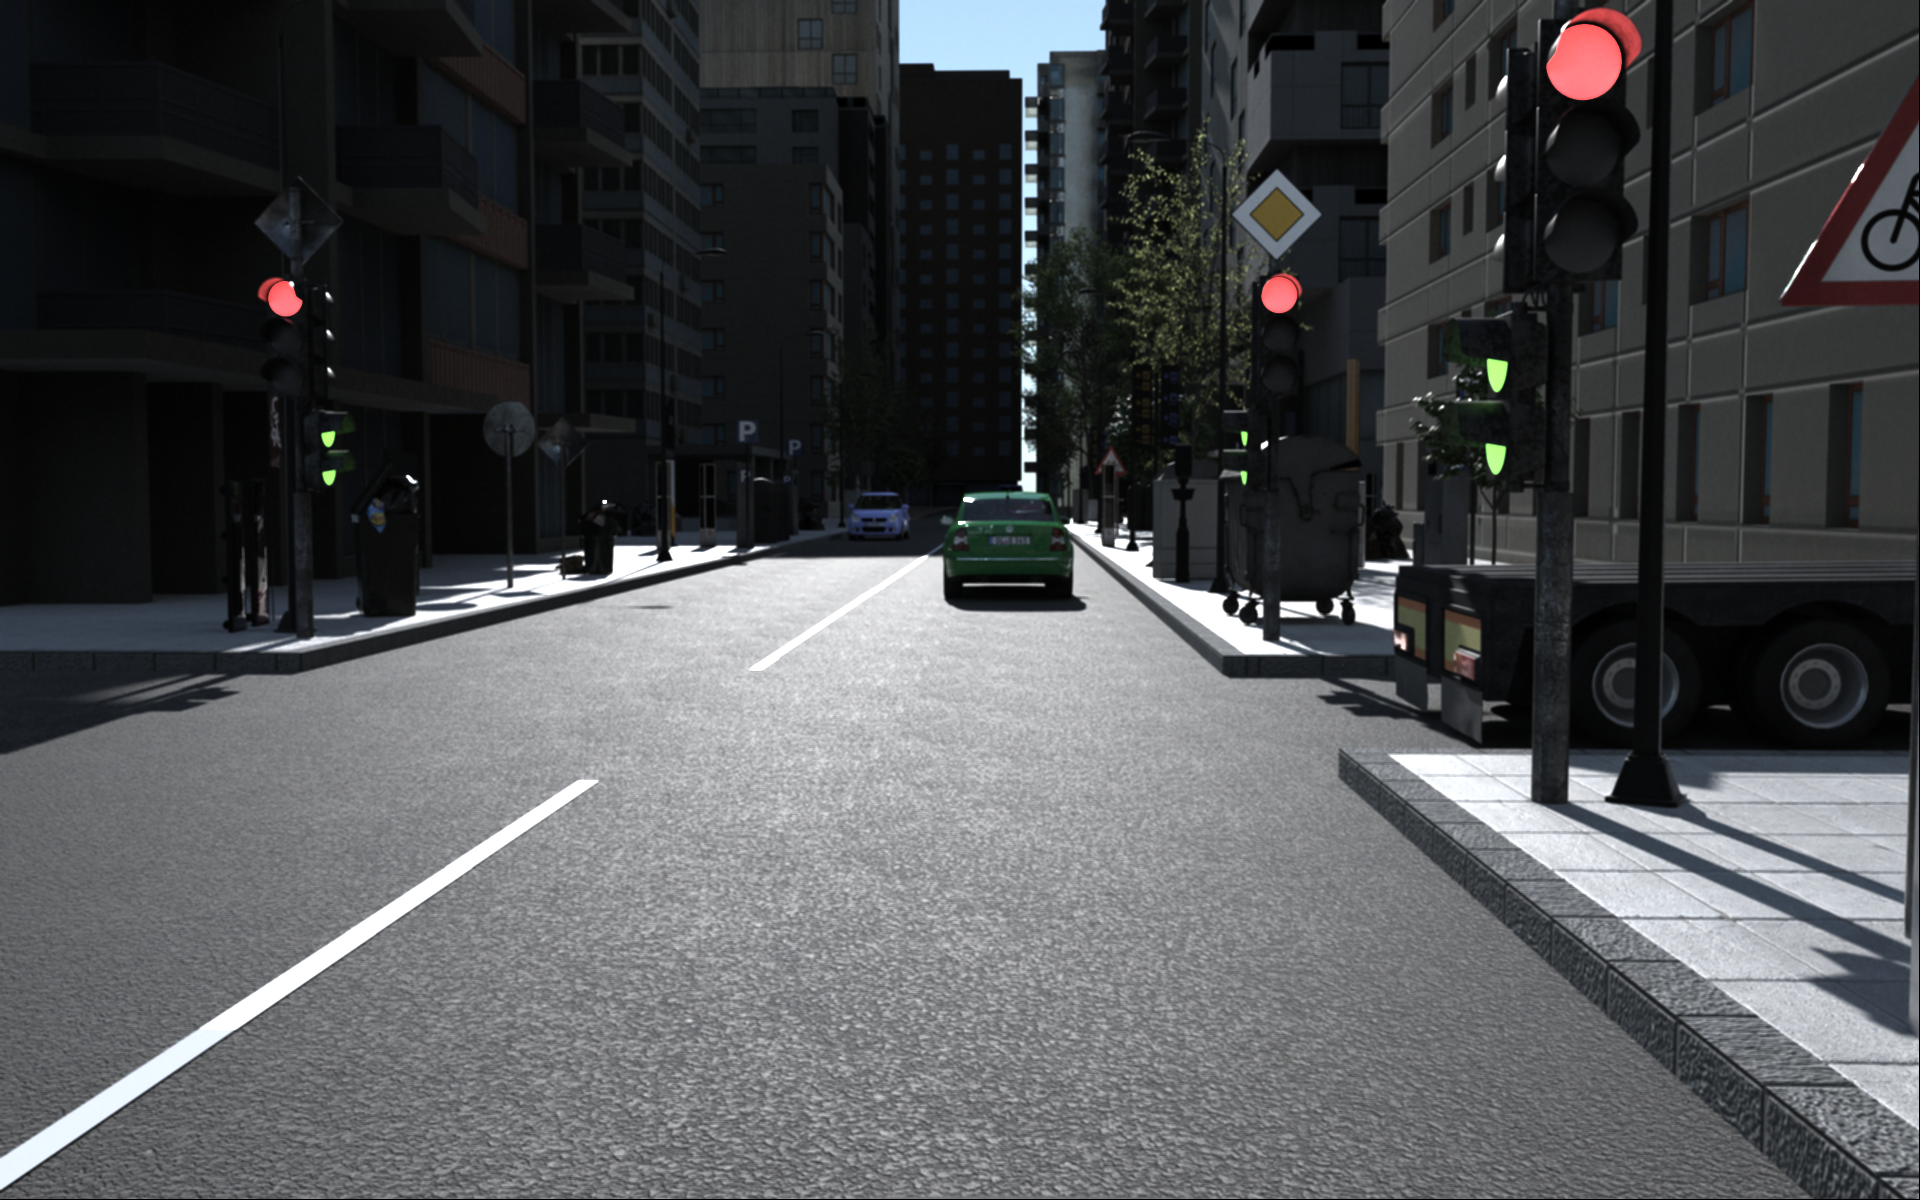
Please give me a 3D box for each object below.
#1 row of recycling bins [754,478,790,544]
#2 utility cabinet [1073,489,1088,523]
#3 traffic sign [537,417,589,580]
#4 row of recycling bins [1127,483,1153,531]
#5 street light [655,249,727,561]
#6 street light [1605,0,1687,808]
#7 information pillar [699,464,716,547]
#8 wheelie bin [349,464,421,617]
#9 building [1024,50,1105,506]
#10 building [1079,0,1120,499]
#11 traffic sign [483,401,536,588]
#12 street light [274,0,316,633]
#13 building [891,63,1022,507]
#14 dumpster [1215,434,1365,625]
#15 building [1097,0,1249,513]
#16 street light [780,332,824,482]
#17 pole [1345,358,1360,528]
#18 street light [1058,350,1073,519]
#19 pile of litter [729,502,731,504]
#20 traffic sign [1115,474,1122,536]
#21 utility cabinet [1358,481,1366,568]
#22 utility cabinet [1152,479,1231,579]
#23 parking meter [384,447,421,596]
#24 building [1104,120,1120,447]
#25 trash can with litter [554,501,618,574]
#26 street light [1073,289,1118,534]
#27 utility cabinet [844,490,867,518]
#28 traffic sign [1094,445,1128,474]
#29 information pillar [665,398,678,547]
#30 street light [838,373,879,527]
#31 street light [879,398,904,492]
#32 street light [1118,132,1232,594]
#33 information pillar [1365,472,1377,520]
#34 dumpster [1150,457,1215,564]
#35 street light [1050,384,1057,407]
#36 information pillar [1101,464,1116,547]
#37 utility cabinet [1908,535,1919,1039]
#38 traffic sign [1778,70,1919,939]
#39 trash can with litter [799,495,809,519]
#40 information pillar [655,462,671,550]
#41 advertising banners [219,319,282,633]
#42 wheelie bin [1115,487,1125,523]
[{"bbox_3d":[-5.214,-2.408,46.477,1.069,1.692,3.534,0,4,2],"label":"row of recycling bins"},{"bbox_3d":[5.251,-4.094,75.623,0.318,1.500,1.173,2,4,24],"label":"utility cabinet"},{"bbox_3d":[-5.936,-1.511,25.892,0.795,2.450,0.064,0,4,4],"label":"traffic sign"},{"bbox_3d":[7.323,-3.289,60.896,3.534,1.692,1.069,3,5,44],"label":"row of recycling bins"},{"bbox_3d":[-5.119,-3.696,32.973,1.470,5.913,1.316,0,4,2],"label":"street light"},{"bbox_3d":[2.334,-2.114,7.104,1.470,5.913,1.316,0,4,2],"label":"street light"},{"bbox_3d":[-6.100,-2.287,41.883,0.304,2.012,0.304,-2,4,-31],"label":"information pillar"},{"bbox_3d":[-6.070,-0.639,18.350,0.693,1.594,0.980,-2,4,-25],"label":"wheelie bin"},{"bbox_3d":[22.208,-34.721,187.290,30.456,49.044,23.786,0,4,2],"label":"building"},{"bbox_3d":[21.171,-43.607,151.227,20.563,71.187,20.611,0,4,2],"label":"building"},{"bbox_3d":[-6.163,-1.440,23.656,0.768,2.556,0.104,1,4,10],"label":"traffic sign"},{"bbox_3d":[-5.653,-2.653,15.923,1.470,5.913,1.316,0,4,2],"label":"street light"},{"bbox_3d":[-0.546,-32.635,183.699,14.200,45.320,14.600,0,4,2],"label":"building"},{"bbox_3d":[3.367,-0.727,17.646,1.264,1.857,1.865,0,4,2],"label":"dumpster"},{"bbox_3d":[20.373,-27.989,112.245,22.147,44.769,28.867,0,4,2],"label":"building"},{"bbox_3d":[-4.586,-4.723,49.761,1.470,5.913,1.316,0,4,2],"label":"street light"},{"bbox_3d":[5.930,-1.979,26.199,0.158,3.312,0.155,0,3,0],"label":"pole"},{"bbox_3d":[4.003,-5.108,56.055,1.470,5.913,1.316,0,4,2],"label":"street light"},{"bbox_3d":[-12.105,-4.589,89.000,1.176,0.858,1.719,0,4,-4],"label":"pile of litter"},{"bbox_3d":[4.784,-3.212,52.621,0.768,2.556,0.104,0,4,4],"label":"traffic sign"},{"bbox_3d":[6.338,-1.286,29.708,1.173,1.500,0.318,1,4,21],"label":"utility cabinet"},{"bbox_3d":[3.475,-1.055,25.924,1.173,1.500,0.318,-1,4,-19],"label":"utility cabinet"},{"bbox_3d":[-7.023,-0.986,21.828,0.399,1.863,0.255,-2,4,-31],"label":"parking meter"},{"bbox_3d":[18.112,-22.208,134.797,14.160,30.474,14.107,0,4,2],"label":"building"},{"bbox_3d":[-6.018,-1.001,27.751,1.055,1.170,0.624,1,4,22],"label":"trash can with litter"},{"bbox_3d":[3.384,-4.082,39.283,1.470,5.913,1.316,0,4,2],"label":"street light"},{"bbox_3d":[-5.445,-5.018,90.715,1.173,1.500,0.318,0,4,8],"label":"utility cabinet"},{"bbox_3d":[4.026,-2.825,46.188,0.884,2.594,0.081,0,4,4],"label":"traffic sign"},{"bbox_3d":[-7.053,-3.094,41.940,0.183,3.616,0.504,1,4,20],"label":"information pillar"},{"bbox_3d":[-4.008,-5.749,66.534,1.470,5.913,1.316,0,4,2],"label":"street light"},{"bbox_3d":[-3.383,-6.803,83.774,1.470,5.913,1.316,0,4,2],"label":"street light"},{"bbox_3d":[2.850,-3.047,22.363,1.470,5.913,1.316,0,4,2],"label":"street light"},{"bbox_3d":[13.997,-3.335,59.019,0.304,2.012,0.304,3,4,36],"label":"information pillar"},{"bbox_3d":[3.782,-1.372,28.187,1.264,1.857,1.865,0,4,2],"label":"dumpster"},{"bbox_3d":[4.589,-6.165,73.332,1.470,5.913,1.316,0,4,2],"label":"street light"},{"bbox_3d":[3.617,-2.309,42.245,0.304,2.012,0.304,0,4,-5],"label":"information pillar"},{"bbox_3d":[2.351,0.463,3.599,0.306,1.237,1.020,0,4,7],"label":"utility cabinet"},{"bbox_3d":[2.767,-0.302,4.938,0.884,2.594,0.081,0,4,5],"label":"traffic sign"},{"bbox_3d":[-8.228,-4.642,86.949,2.233,1.210,1.678,-1,4,-20],"label":"trash can with litter"},{"bbox_3d":[-6.773,-2.145,39.555,0.304,2.012,0.304,0,4,-2],"label":"information pillar"},{"bbox_3d":[-6.852,-1.264,16.851,0.090,3.025,2.074,0,4,-7],"label":"advertising banners"},{"bbox_3d":[6.805,-4.202,76.615,0.980,1.594,0.693,-3,4,-38],"label":"wheelie bin"}]
